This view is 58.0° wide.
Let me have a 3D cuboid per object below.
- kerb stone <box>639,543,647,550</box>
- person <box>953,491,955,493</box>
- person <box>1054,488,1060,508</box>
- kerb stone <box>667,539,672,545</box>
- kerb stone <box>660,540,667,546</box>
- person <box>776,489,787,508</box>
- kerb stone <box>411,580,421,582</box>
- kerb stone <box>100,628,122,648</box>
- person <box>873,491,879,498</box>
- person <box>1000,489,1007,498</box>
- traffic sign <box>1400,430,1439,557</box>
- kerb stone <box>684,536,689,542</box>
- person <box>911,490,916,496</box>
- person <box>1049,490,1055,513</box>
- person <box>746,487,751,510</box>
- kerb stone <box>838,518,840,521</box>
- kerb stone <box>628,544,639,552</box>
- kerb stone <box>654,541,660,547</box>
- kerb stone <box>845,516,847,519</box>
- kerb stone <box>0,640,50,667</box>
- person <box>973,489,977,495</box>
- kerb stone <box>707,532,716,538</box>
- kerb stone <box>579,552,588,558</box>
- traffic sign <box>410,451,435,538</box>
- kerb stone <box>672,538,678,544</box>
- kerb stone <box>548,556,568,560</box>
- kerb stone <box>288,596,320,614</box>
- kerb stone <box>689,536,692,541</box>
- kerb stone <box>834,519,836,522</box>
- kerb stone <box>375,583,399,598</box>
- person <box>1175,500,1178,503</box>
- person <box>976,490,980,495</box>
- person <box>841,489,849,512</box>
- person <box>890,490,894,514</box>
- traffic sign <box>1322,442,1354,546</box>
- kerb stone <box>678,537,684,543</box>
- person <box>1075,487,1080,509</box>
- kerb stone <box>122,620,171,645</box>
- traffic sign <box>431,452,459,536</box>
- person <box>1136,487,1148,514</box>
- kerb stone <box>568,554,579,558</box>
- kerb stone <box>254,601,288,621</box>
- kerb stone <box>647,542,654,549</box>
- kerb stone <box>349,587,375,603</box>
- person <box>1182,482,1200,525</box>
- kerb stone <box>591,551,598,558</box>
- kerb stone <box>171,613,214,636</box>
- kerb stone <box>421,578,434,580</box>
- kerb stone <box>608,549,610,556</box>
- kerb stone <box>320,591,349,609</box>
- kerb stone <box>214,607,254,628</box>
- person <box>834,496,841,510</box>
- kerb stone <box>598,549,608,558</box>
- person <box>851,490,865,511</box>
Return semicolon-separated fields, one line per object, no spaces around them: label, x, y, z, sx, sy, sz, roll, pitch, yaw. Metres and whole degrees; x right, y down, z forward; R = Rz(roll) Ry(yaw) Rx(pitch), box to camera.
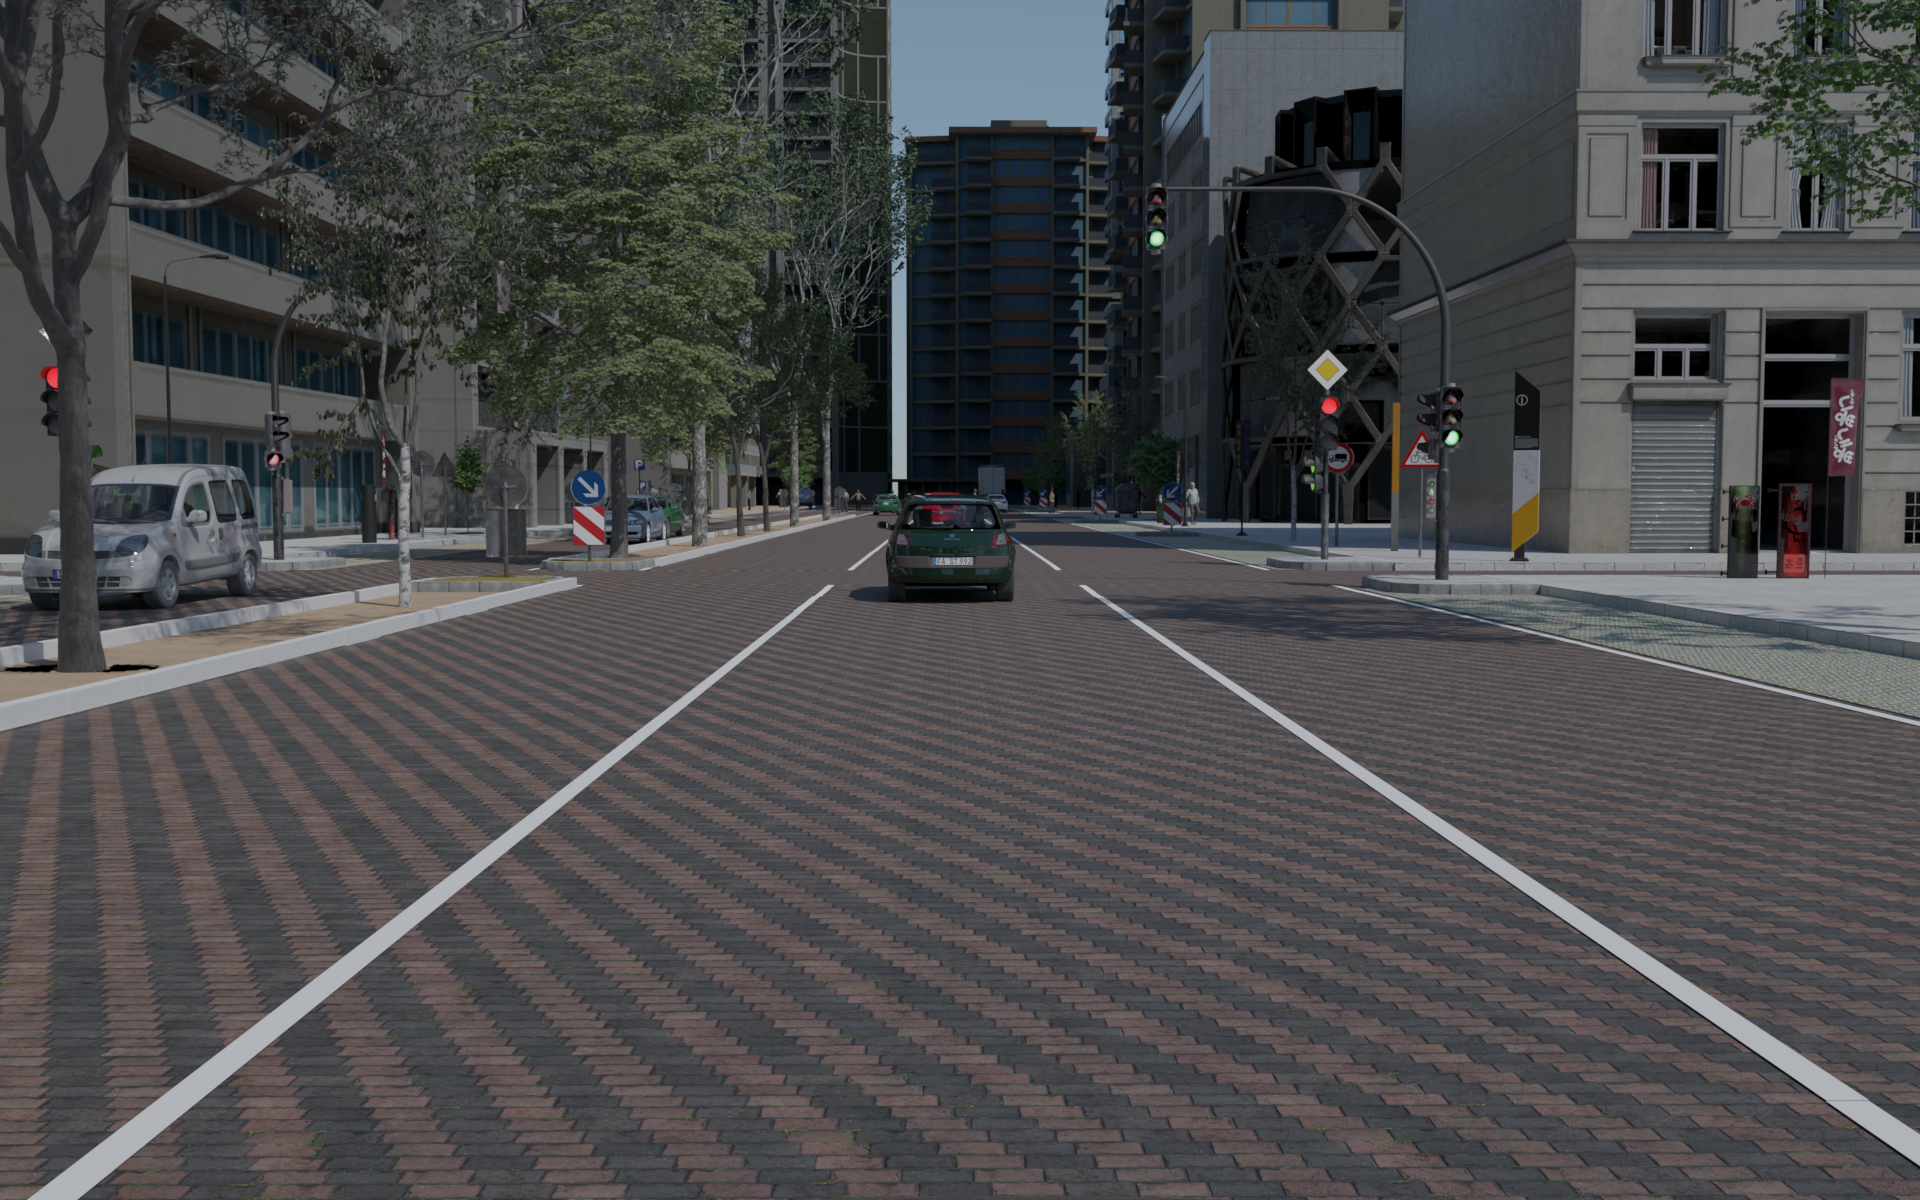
kerb stone;-8.175;-1.338;44.065;0.120;0.150;1.000;0;4;0
person;-0.637;-9.143;158.693;0.721;1.736;1.217;-1;4;-12
person;8.864;-9.384;159.437;0.705;1.831;1.348;-1;4;-19
kerb stone;-8.209;-1.588;48.162;0.120;0.150;1.000;0;4;0
kerb stone;-8.199;-1.526;47.140;0.120;0.150;1.000;0;4;0
person;-16.939;-9.627;164.178;1.217;1.736;0.721;-3;5;-41
kerb stone;-8.032;-0.172;25.009;0.120;0.150;1.000;0;4;0
kerb stone;-7.961;0.392;15.792;0.120;0.150;1.000;0;4;0
person;-8.658;-10.547;181.658;1.217;1.736;0.721;-2;4;-29
person;3.543;-8.310;144.331;1.348;1.831;0.705;-3;5;-45
traffic sign;9.334;-2.145;35.081;0.884;2.594;0.081;0;4;1
kerb stone;-8.234;-1.772;51.233;0.120;0.150;1.000;0;4;0
person;-4.108;-9.152;158.589;0.683;1.767;0.568;-3;4;-36
person;6.661;-7.254;127.636;0.617;1.759;0.750;-3;4;-36
person;-16.906;-8.105;138.551;0.705;1.826;1.348;0;4;4
kerb stone;-6.416;-4.097;89.193;0.120;0.150;1.000;0;4;0
kerb stone;-8.179;-1.273;43.041;0.120;0.150;1.000;0;4;0
kerb stone;-8.197;-1.459;46.118;0.120;0.150;1.000;0;4;0
kerb stone;-6.467;-4.474;95.339;0.120;0.150;1.000;0;4;0
kerb stone;-7.959;0.455;14.770;0.120;0.150;1.000;0;4;0
person;1.224;-7.908;137.871;0.705;1.814;1.350;0;4;-4
kerb stone;-8.282;-2.152;57.373;0.120;0.150;1.000;0;4;0
kerb stone;-8.121;-0.896;36.878;0.120;0.150;1.000;0;4;0
traffic sign;-15.849;-3.114;51.020;0.768;2.556;0.104;0;4;3
kerb stone;-8.217;-1.649;49.185;0.120;0.150;1.000;0;4;0
kerb stone;-8.109;-0.772;34.827;0.120;0.150;1.000;0;4;0
kerb stone;-8.001;0.079;20.910;0.120;0.150;1.000;0;4;0
kerb stone;-8.242;-1.837;52.255;0.120;0.150;1.000;0;4;0
kerb stone;-6.405;-3.910;86.124;0.120;0.150;1.000;0;4;0
kerb stone;-8.030;-0.109;23.980;0.120;0.150;1.000;0;4;0
person;10.294;-4.443;82.961;0.640;1.303;0.475;-3;4;-38
person;1.742;-9.156;158.644;0.568;1.767;0.683;0;4;4
person;-9.052;-7.778;135.536;0.709;1.838;0.599;0;4;5
person;-4.862;-7.258;127.683;0.721;1.766;1.217;1;4;20
traffic sign;9.267;-2.596;42.547;0.768;2.556;0.104;0;4;3
kerb stone;-8.221;-1.712;50.211;0.120;0.150;1.000;0;4;0
person;9.861;-8.535;145.224;0.705;1.869;1.348;1;4;11
kerb stone;-7.974;0.329;16.813;0.120;0.150;1.000;0;4;0
traffic sign;-15.823;-3.254;53.205;0.884;2.594;0.081;0;4;8
person;11.446;-6.345;110.610;1.217;1.723;0.721;3;5;40
kerb stone;-8.114;-0.833;35.849;0.120;0.150;1.000;0;4;0
kerb stone;-7.995;0.141;19.888;0.120;0.150;1.000;0;4;0
kerb stone;-8.188;-1.398;45.091;0.120;0.150;1.000;0;4;0
kerb stone;-8.017;-0.043;22.958;0.120;0.150;1.000;0;4;0
person;9.584;-4.004;71.988;0.782;1.767;0.515;-2;4;-25
kerb stone;-8.131;-0.961;37.904;0.120;0.150;1.000;0;4;0
kerb stone;-7.983;0.267;17.836;0.120;0.150;1.000;0;4;0
kerb stone;-8.044;-0.234;26.045;0.120;0.150;1.000;0;4;0
kerb stone;-8.148;-1.084;39.962;0.120;0.150;1.000;0;4;0
kerb stone;-8.003;0.016;21.932;0.120;0.150;1.000;0;4;0
kerb stone;-7.982;0.204;18.866;0.120;0.150;1.000;0;4;0
person;-10.535;-8.752;151.595;1.348;1.824;0.705;2;4;28
kerb stone;-8.140;-1.024;38.939;0.120;0.150;1.000;0;4;0
person;-8.624;-8.459;146.810;1.348;1.823;0.705;-1;4;-10
